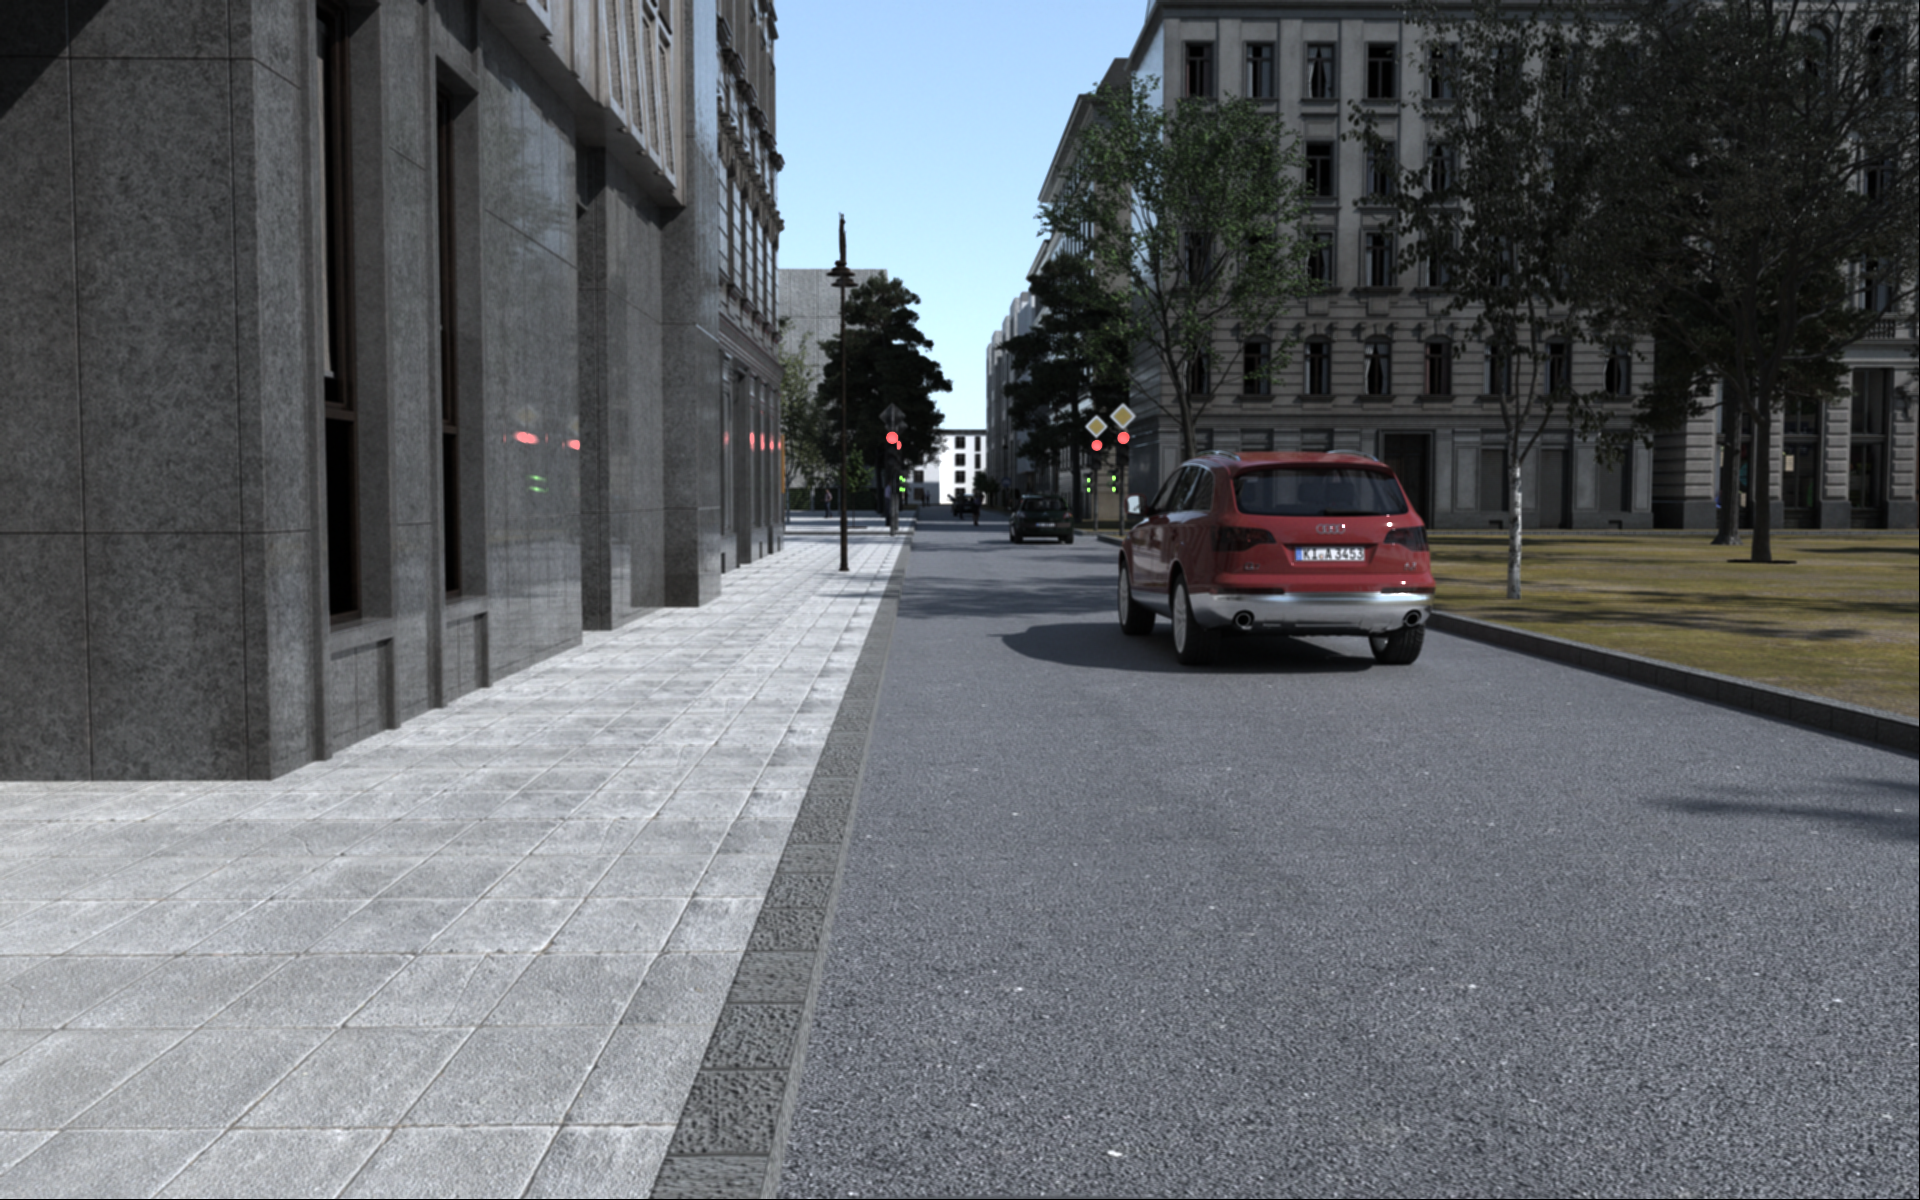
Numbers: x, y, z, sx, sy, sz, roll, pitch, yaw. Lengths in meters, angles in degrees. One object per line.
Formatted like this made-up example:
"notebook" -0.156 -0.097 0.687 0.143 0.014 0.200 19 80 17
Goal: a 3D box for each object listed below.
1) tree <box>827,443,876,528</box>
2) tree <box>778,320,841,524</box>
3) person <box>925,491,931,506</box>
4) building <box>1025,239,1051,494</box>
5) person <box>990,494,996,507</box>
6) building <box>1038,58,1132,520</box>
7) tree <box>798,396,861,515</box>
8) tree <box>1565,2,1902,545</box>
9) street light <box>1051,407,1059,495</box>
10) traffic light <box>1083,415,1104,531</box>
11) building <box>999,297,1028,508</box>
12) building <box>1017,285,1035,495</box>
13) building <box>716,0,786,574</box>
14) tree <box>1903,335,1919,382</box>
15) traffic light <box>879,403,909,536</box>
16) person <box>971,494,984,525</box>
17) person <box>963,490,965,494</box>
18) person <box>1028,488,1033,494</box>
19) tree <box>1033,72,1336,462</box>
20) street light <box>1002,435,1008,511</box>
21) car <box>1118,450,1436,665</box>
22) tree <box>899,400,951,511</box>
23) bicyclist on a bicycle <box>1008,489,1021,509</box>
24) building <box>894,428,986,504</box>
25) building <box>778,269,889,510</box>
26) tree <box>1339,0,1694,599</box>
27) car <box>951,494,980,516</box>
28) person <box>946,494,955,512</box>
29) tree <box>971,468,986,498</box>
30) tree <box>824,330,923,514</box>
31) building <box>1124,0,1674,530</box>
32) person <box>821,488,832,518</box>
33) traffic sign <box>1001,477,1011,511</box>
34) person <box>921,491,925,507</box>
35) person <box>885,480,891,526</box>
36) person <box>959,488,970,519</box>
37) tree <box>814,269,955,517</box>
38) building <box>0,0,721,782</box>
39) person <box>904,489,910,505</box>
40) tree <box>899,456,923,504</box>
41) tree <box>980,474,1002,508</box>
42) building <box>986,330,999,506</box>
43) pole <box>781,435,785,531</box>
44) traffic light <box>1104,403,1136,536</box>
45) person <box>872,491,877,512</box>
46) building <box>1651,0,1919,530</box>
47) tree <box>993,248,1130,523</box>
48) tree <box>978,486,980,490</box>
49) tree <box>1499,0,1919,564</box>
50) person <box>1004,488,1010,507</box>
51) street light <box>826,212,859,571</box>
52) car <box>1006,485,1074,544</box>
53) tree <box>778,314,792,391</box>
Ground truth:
"tree" -3.888 -4.310 65.069 1.663 3.219 1.824 0 3 0
"tree" -7.347 -7.525 73.390 4.737 8.622 4.395 0 3 0
"person" -3.672 -11.850 202.118 0.709 1.838 0.599 3 5 41
"building" 11.106 -17.706 125.653 11.583 22.565 21.152 0 4 -1
"person" 3.290 -10.400 176.096 0.705 1.822 1.348 -2 4 -25
"building" 13.502 -16.313 100.000 16.112 22.955 30.059 0 4 -1
"tree" -8.973 -10.370 119.913 4.360 8.622 3.978 0 3 0
"tree" 19.276 -8.315 43.380 7.806 13.903 7.818 0 3 0
"street light" 4.667 -6.792 83.831 0.468 5.910 1.993 0 4 -1
"traffic light" 4.752 -4.375 60.776 0.839 4.213 0.868 0 4 -1
"building" 13.061 -18.222 164.393 16.747 18.905 31.486 0 4 -1
"building" 12.836 -17.525 142.953 16.016 20.091 11.380 0 4 -1
"building" -8.538 -11.072 30.175 9.793 20.994 18.267 0 4 -1
"tree" 30.174 -6.955 48.126 7.601 10.594 8.767 0 4 6
"traffic light" -2.032 -3.876 52.625 0.839 4.213 0.868 0 4 -1
"person" 0.823 -4.107 78.876 0.697 1.427 0.421 3 4 39
"person" 0.443 -9.700 167.080 0.705 1.826 1.348 -3 4 -37
"person" 5.218 -7.374 127.276 0.621 1.740 0.551 1 4 10
"tree" 5.650 -7.170 42.982 9.928 11.665 9.643 0 3 0
"street light" 3.530 -9.899 134.633 0.468 5.910 1.993 0 4 -1
"car" 2.756 -0.454 16.098 2.281 1.827 5.304 0 4 -3
"tree" -4.161 -11.981 130.301 7.601 10.594 8.767 0 4 3
"bicyclist on a bicycle" 2.181 -3.423 65.991 1.499 1.676 1.625 0 4 0
"building" -2.659 -17.326 225.428 28.070 9.664 9.099 0 4 -1
"building" -14.416 -17.449 151.745 16.747 18.905 31.486 0 4 -1
"tree" 6.691 -4.304 20.735 4.360 8.622 3.978 0 3 0
"car" 0.420 -6.384 114.158 2.009 1.686 4.222 0 4 -1
"person" -0.642 -7.558 135.257 0.799 1.438 0.628 -1 4 -14
"tree" 3.120 -14.064 213.658 4.285 4.588 4.351 0 3 0
"tree" -5.263 -11.612 111.906 6.751 12.117 7.091 0 3 0
"building" 15.868 -13.267 66.059 18.267 20.994 9.793 0 4 -1
"person" -7.059 -5.141 92.063 0.435 1.587 0.963 -3 5 -40
"traffic sign" 3.407 -7.789 127.456 0.768 2.556 0.104 0 4 2
"person" -4.056 -11.081 190.228 0.434 1.755 0.990 0 4 -3
"person" -2.673 -3.839 68.682 0.599 1.838 0.709 0 4 5
"person" 0.293 -5.481 98.640 0.750 1.759 0.617 0 4 1
"tree" -4.197 -11.572 96.628 7.806 13.903 7.818 0 3 0
"building" -8.791 -11.802 10.985 12.078 24.808 19.932 0 4 -1
"person" -6.242 -11.993 202.085 0.705 1.831 1.348 -2 4 -27
"tree" -6.620 -15.246 199.637 4.360 8.622 3.978 0 3 0
"tree" 3.053 -10.190 161.205 1.663 3.219 1.824 0 3 0
"building" 11.909 -20.143 195.803 16.747 18.905 31.486 0 4 -1
"pole" -6.122 -4.023 59.613 0.158 3.312 0.155 0 3 0
"traffic light" 4.927 -3.887 52.793 0.839 4.213 0.868 0 4 -1
"person" -6.094 -7.263 126.247 0.566 1.644 0.517 3 5 39
"building" 35.238 -14.551 66.790 19.941 23.489 11.050 0 4 -1
"tree" 5.119 -9.430 76.228 6.751 12.117 7.091 0 3 0
"tree" 2.749 -11.747 186.658 1.663 3.219 1.824 0 3 0
"tree" 14.824 -7.427 31.806 12.009 13.543 11.850 0 3 0
"person" 4.007 -8.556 145.934 0.705 1.824 1.348 -1 4 -14
"street light" -1.935 -3.421 28.721 0.468 5.910 1.993 0 4 -1
"car" 2.389 -2.533 51.196 2.009 1.686 4.222 0 4 -1
"tree" -11.944 -10.716 82.632 7.806 13.903 7.818 0 3 0
